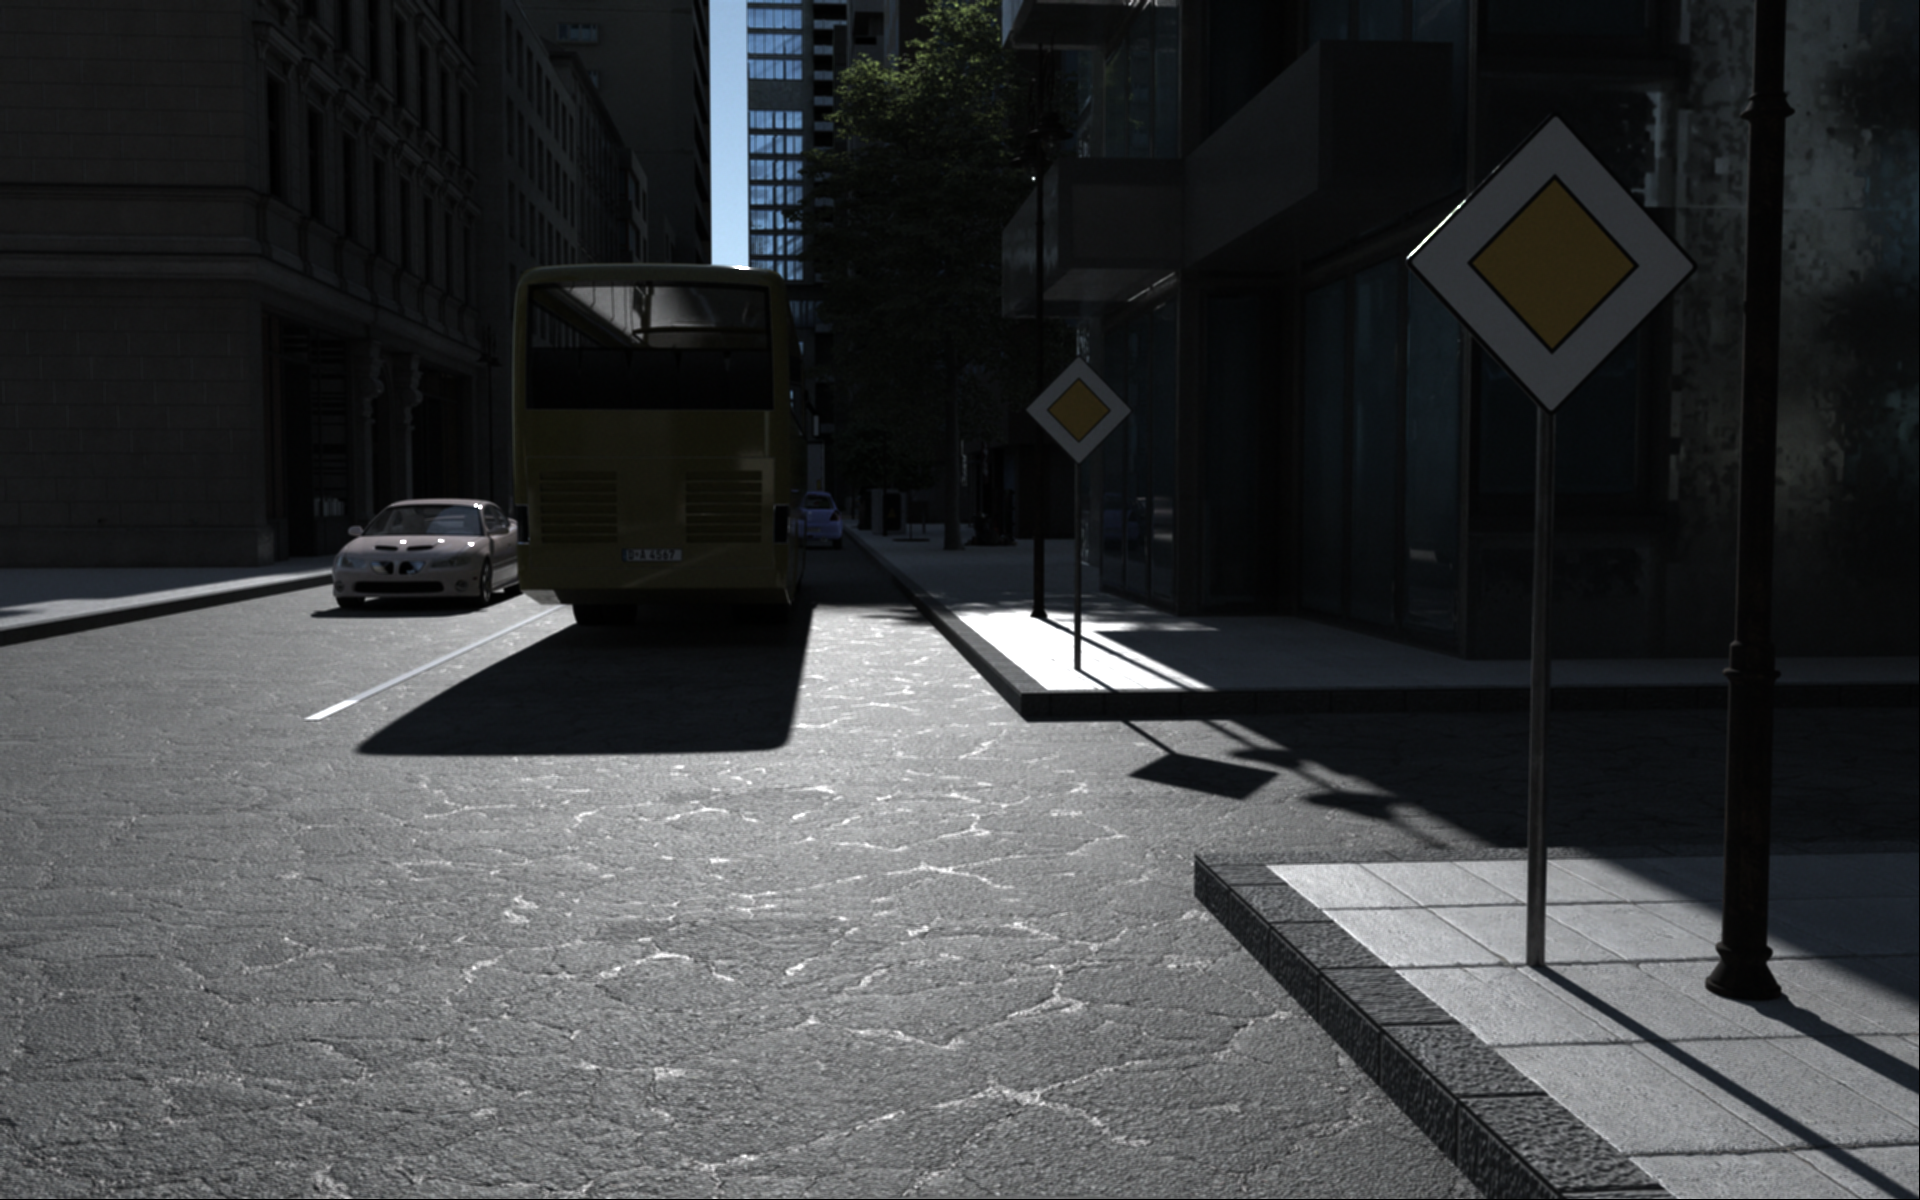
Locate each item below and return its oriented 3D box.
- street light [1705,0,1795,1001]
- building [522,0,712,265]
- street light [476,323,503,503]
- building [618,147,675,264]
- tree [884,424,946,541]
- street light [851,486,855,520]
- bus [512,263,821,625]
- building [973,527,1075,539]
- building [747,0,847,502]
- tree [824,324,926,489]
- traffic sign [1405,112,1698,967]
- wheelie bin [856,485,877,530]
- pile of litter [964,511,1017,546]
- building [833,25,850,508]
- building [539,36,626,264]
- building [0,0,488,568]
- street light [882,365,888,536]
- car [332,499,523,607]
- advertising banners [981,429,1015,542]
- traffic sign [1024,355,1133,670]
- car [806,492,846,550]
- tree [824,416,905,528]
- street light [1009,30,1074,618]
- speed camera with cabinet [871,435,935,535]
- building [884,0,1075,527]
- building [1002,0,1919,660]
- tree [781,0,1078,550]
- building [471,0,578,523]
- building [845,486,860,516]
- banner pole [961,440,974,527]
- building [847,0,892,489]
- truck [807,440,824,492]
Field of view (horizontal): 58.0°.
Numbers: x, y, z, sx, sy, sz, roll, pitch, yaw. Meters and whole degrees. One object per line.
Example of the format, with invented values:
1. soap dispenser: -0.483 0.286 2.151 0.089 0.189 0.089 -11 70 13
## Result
1. street light: 2.022 -1.927 4.294 0.468 5.910 1.993 0 4 -5
2. building: -29.209 -30.628 124.476 21.300 48.544 21.600 0 4 -5
3. street light: -12.738 -4.540 47.017 0.468 5.910 1.993 0 4 -5
4. building: -31.396 -15.582 99.806 27.650 21.520 28.899 0 4 -5
5. tree: -1.433 -3.216 47.178 1.663 3.219 1.824 0 3 0
6. street light: -5.387 -6.992 87.109 0.468 5.910 1.993 0 4 -5
7. bus: -3.263 -1.856 21.900 2.896 3.916 12.252 0 4 -4
8. building: 7.604 -24.769 55.078 14.600 45.320 14.200 0 4 -5
9. building: -10.271 -53.097 180.805 31.000 86.520 22.319 0 4 -5
10. tree: -3.350 -7.395 71.263 4.360 8.622 3.978 0 3 0
11. traffic sign: 1.564 -0.062 4.655 0.795 2.450 0.064 0 4 -5
12. wheelie bin: -3.219 -3.296 61.798 0.980 1.594 0.693 -2 4 -32
13. pile of litter: 0.714 -1.789 43.222 1.176 0.858 1.719 -2 4 -30
14. building: -4.331 -28.873 155.669 14.154 41.232 14.086 0 4 -5
15. building: -20.619 -13.915 76.667 9.793 20.994 18.267 0 4 -5
16. building: -16.811 -10.992 30.630 10.553 20.767 40.483 0 4 -5
17. street light: -2.288 -4.887 52.688 0.468 5.910 1.993 0 4 -5
18. car: -7.070 -0.679 23.458 2.083 1.381 4.827 0 4 -5
19. advertising banners: 0.992 -3.066 46.317 0.090 3.025 2.074 -1 4 -23
20. traffic sign: 0.857 -0.548 12.609 0.795 2.450 0.064 0 4 -5
21. car: -3.988 -2.226 45.981 1.945 1.707 3.694 0 4 -5
22. tree: -3.549 -5.058 66.418 4.285 4.588 4.351 0 3 0
23. street light: 0.823 -2.759 17.903 0.468 5.910 1.993 0 4 -5
24. speed camera with cabinet: -1.806 -3.735 55.405 2.038 3.252 0.660 -2 4 -29
25. building: 3.679 -26.329 80.594 14.600 45.320 14.200 0 4 -5
26. building: 15.745 -24.640 22.473 30.456 49.044 23.786 0 4 -5
27. tree: -0.164 -7.396 39.056 7.486 12.596 7.792 0 3 0
28. building: -19.419 -12.504 59.194 10.420 20.320 16.860 0 4 -5
29. building: 8.902 -25.581 110.130 32.217 40.220 23.993 0 4 -5
30. banner pole: 0.251 -4.676 66.475 0.401 3.779 0.863 2 4 31
31. building: 4.930 -33.399 135.305 28.713 52.752 27.495 0 4 -5
32. truck: -8.884 -6.464 94.596 2.839 4.237 11.283 0 4 -7
